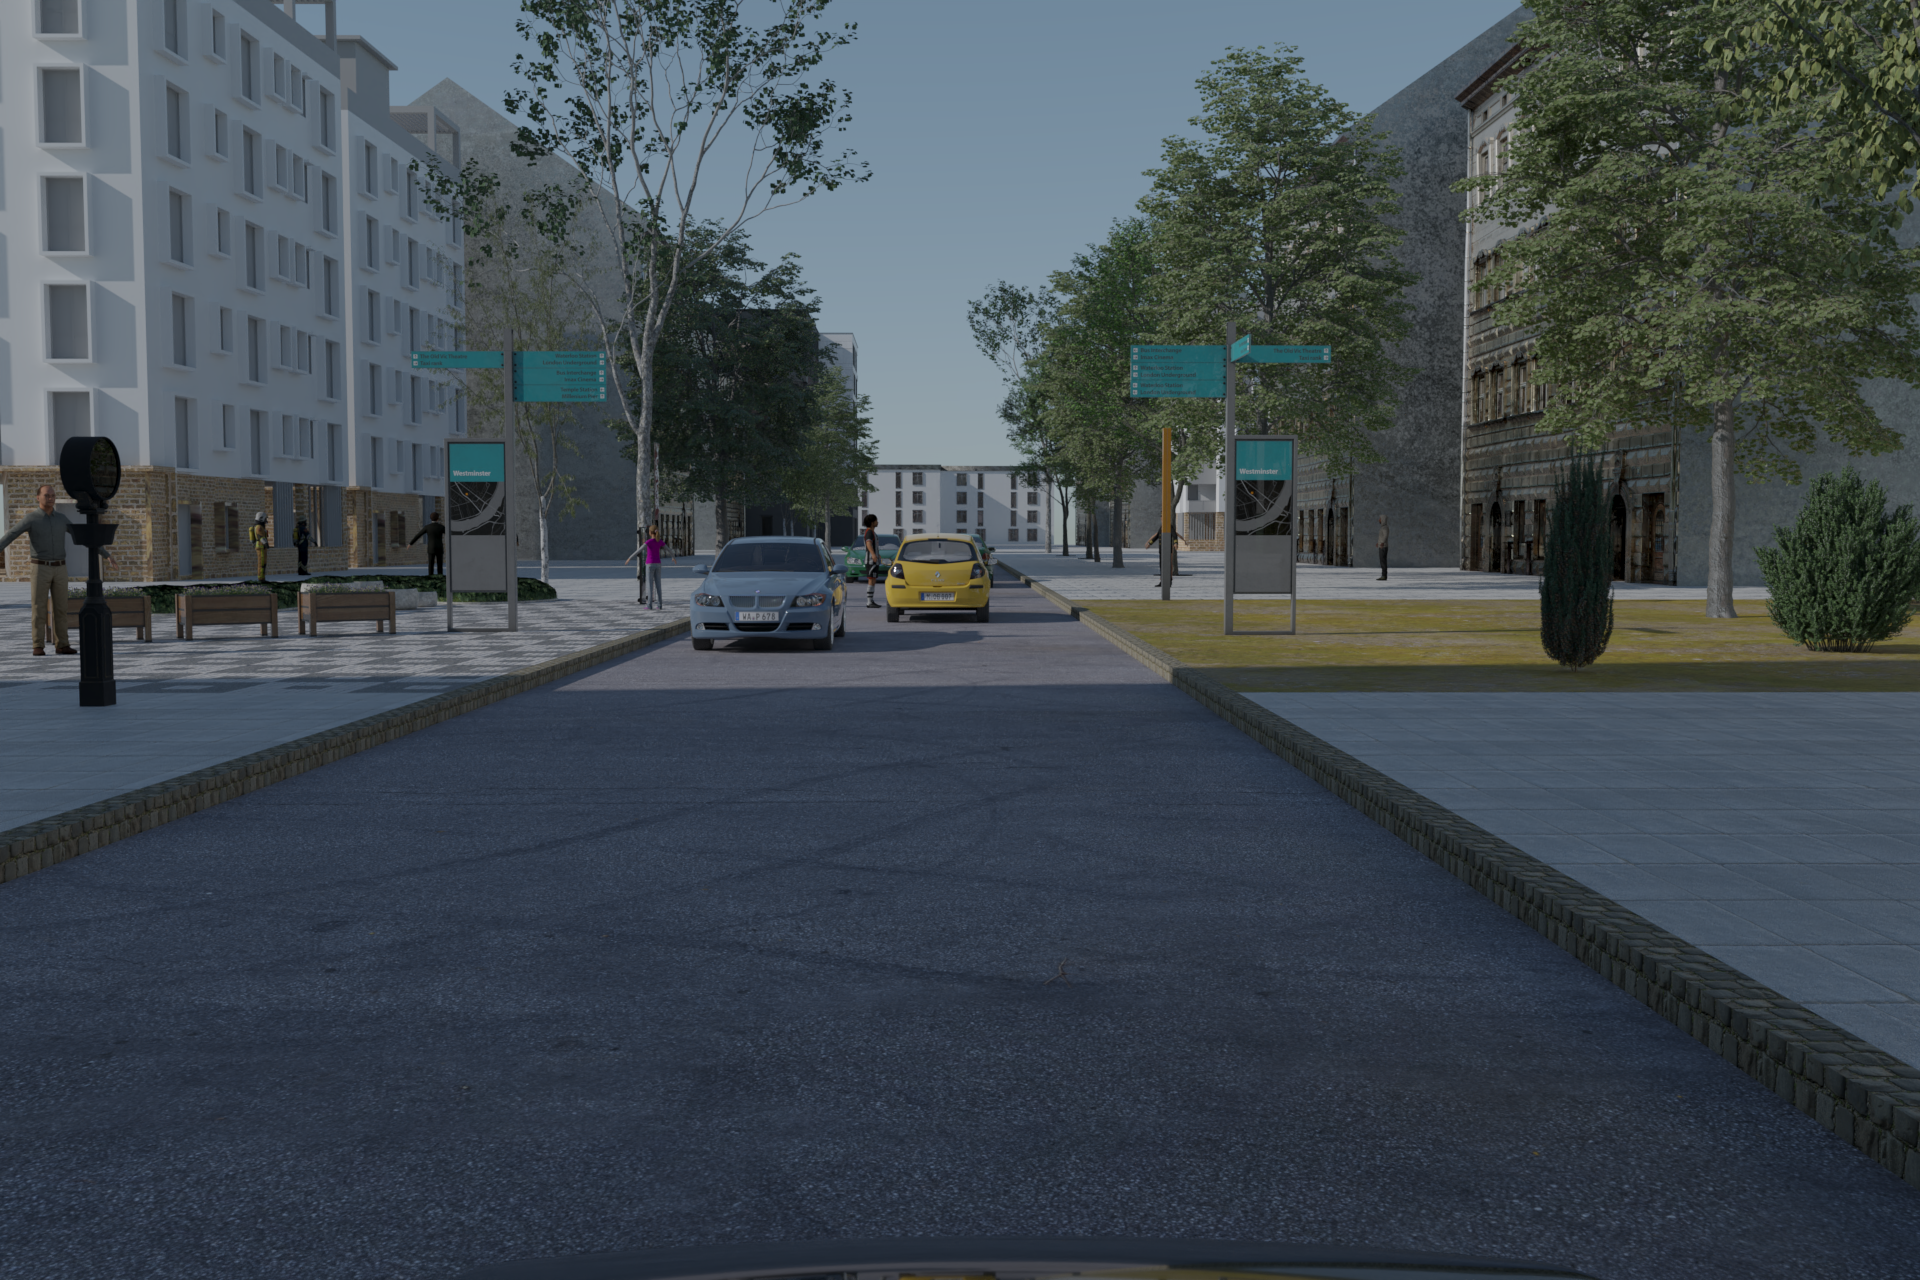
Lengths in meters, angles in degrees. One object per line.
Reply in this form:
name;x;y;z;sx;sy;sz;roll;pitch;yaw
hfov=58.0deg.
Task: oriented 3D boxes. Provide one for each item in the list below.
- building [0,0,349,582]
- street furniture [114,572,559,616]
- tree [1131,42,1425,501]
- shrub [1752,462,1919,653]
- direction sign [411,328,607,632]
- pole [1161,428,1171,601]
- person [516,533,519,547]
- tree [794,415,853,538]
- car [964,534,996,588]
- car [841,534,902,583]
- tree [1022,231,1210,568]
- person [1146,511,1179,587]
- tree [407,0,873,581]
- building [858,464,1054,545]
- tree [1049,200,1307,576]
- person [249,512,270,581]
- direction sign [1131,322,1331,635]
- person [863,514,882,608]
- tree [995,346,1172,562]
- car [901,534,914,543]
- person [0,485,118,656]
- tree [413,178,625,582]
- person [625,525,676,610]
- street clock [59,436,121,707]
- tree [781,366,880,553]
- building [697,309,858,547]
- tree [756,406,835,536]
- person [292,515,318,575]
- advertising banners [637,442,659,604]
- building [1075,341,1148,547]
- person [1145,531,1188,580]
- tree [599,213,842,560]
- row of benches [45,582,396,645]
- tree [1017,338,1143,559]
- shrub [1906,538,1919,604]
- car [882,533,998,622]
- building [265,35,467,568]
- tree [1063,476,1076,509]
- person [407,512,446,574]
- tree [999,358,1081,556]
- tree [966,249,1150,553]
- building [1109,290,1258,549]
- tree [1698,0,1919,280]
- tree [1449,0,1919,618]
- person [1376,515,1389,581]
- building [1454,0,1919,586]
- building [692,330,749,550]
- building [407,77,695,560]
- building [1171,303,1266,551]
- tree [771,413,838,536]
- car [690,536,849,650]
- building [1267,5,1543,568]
building;-26.489;-11.695;47.640;16.016;20.090;11.380;0;4;0
street furniture;-11.072;-0.980;31.653;5.734;0.657;10.072;1;4;14
tree;7.358;-7.498;40.715;7.486;12.596;7.792;0;3;0
shrub;9.633;-0.912;18.951;1.661;2.075;1.752;0;3;0
direction sign;-5.866;-2.104;23.167;2.525;3.948;1.411;0;4;0
pole;3.979;-2.419;33.396;0.158;3.312;0.155;0;3;0
person;-13.715;-2.823;52.374;1.346;1.802;0.704;3;5;39
tree;-9.061;-9.462;105.068;4.360;8.622;3.978;0;3;0
car;-0.051;-2.197;47.713;2.131;1.459;4.920;0;4;-2
car;-2.465;-2.459;51.999;2.131;1.459;4.920;0;4;-1
tree;6.127;-8.984;65.020;7.486;12.596;7.792;0;3;0
person;4.935;-2.196;41.836;0.705;1.837;1.347;-2;4;-26
tree;-8.518;-11.745;47.924;12.611;20.169;13.585;0;3;0
building;-2.514;-16.206;209.565;28.070;9.664;9.099;0;4;-2
tree;6.646;-7.772;52.829;9.928;11.665;9.643;0;3;0
person;-18.145;-2.405;45.092;0.705;1.858;1.354;-2;4;-24
direction sign;3.425;-1.993;21.356;2.525;3.948;1.411;0;4;-1
person;-1.679;-1.529;33.603;0.704;1.843;1.345;0;4;1
tree;6.101;-8.849;79.099;8.767;10.594;7.601;-2;4;-34
car;-1.995;-4.770;89.780;2.131;1.459;4.920;0;3;0
person;-9.656;-0.740;18.374;0.705;1.796;1.348;3;5;41
tree;-8.523;-5.242;36.074;4.360;8.622;3.978;0;3;0
person;-5.228;-1.231;29.398;0.991;1.433;0.599;-3;5;-41
street clock;-6.450;-0.510;12.901;0.358;2.002;0.471;0;4;1
tree;-8.989;-12.136;116.546;7.486;12.596;7.792;0;3;0
building;-24.759;-20.148;173.388;27.936;21.610;32.646;0;4;-1
tree;-8.728;-8.384;87.448;4.737;8.622;4.395;0;3;0
person;-20.376;-2.935;53.760;1.354;1.856;0.705;3;5;40
advertising banners;-5.804;-2.215;32.403;0.090;3.025;2.074;0;4;1
building;22.287;-21.664;185.137;19.493;23.208;18.063;0;3;0
person;5.782;-2.549;48.482;1.217;1.733;0.721;0;4;-1
tree;-9.458;-9.889;68.339;9.857;13.997;8.962;0;3;0
row of benches;-9.090;-0.355;21.260;4.104;0.672;1.422;-2;4;-34
tree;6.502;-9.972;88.797;9.928;11.665;9.643;0;3;0
shrub;17.640;-1.269;31.860;1.383;1.207;1.383;0;3;0
car;-0.355;-1.179;29.506;2.015;1.641;3.980;0;4;0
building;-27.704;-12.890;67.164;16.016;20.090;11.380;0;4;-1
tree;17.406;-18.264;208.986;12.009;13.543;11.850;0;3;0
person;-12.492;-2.145;41.262;1.347;1.806;0.705;0;4;-6
tree;6.067;-10.672;100.247;9.928;11.665;9.643;0;3;0
tree;7.101;-15.818;114.514;12.611;20.169;13.585;0;3;0
building;24.100;-20.211;161.386;19.493;23.208;18.063;0;4;0
tree;6.505;-3.702;10.883;4.737;8.622;4.395;0;3;0
tree;11.300;-6.615;26.286;7.486;12.596;7.792;0;3;0
person;11.634;-2.543;47.707;0.705;1.813;1.348;1;4;8
building;26.753;-13.451;50.855;19.493;23.208;18.063;0;3;0
building;-28.594;-19.320;146.804;19.493;23.208;18.063;0;4;-1
building;-24.843;-16.026;92.961;19.493;23.208;18.063;0;4;-1
building;22.054;-17.492;142.406;16.016;20.090;11.380;0;4;0
tree;-9.337;-9.043;98.215;4.737;8.622;4.395;0;3;0
car;-2.449;-0.666;22.884;2.014;1.417;4.499;0;4;-1
building;24.160;-14.886;74.312;19.493;23.208;18.063;0;4;0
